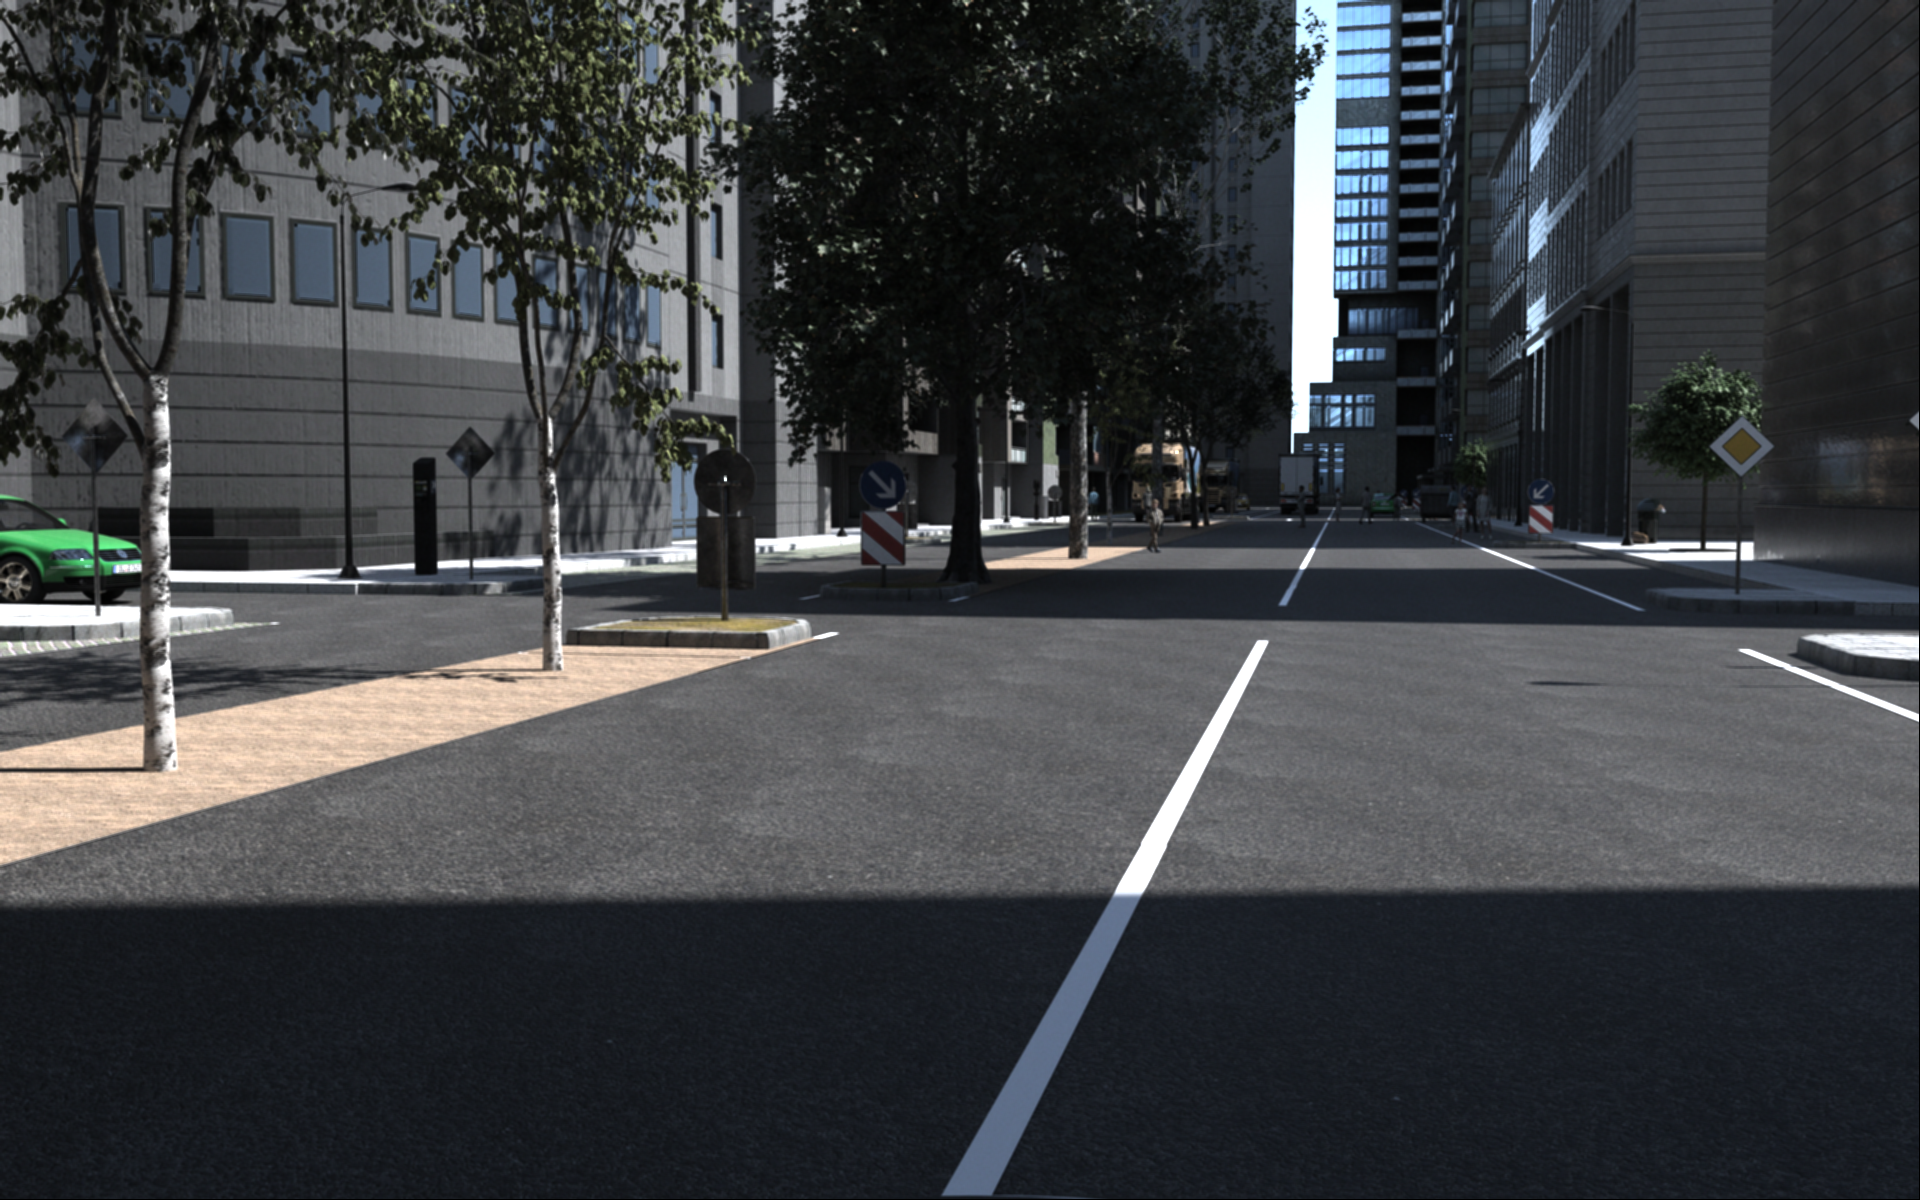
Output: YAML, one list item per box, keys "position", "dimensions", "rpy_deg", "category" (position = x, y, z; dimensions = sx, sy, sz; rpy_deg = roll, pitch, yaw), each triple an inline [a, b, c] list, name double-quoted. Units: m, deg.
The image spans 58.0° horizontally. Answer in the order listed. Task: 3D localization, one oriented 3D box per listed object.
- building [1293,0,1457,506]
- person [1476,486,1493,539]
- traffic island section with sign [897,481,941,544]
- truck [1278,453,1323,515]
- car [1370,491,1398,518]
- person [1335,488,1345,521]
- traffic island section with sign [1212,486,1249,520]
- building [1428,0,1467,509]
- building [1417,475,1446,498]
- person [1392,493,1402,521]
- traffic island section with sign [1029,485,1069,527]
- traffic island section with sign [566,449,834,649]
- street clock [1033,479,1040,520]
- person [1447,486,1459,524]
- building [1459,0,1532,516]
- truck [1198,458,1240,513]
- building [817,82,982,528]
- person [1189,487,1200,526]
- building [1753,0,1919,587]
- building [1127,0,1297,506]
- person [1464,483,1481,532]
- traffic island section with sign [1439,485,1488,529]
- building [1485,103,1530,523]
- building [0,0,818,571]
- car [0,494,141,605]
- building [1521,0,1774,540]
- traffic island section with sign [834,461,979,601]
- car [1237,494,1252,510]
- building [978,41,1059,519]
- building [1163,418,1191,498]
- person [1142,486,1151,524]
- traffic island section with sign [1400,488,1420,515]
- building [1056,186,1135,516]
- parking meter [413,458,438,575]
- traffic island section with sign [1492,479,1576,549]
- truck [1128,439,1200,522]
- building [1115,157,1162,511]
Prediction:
- position: [52.307, -53.419, 186.066]
  dimensions: [31.000, 86.520, 22.319]
  rpy_deg: [1, 4, 12]
  category: "building"
- position: [16.851, -2.822, 55.640]
  dimensions: [0.512, 1.701, 0.522]
  rpy_deg: [1, 4, 15]
  category: "person"
- position: [-1.626, -2.555, 50.403]
  dimensions: [1.989, 1.847, 2.006]
  rpy_deg: [1, 4, 12]
  category: "traffic island section with sign"
- position: [24.455, -8.288, 124.418]
  dimensions: [2.839, 4.237, 11.283]
  rpy_deg: [1, 4, 14]
  category: "truck"
- position: [26.134, -5.995, 106.806]
  dimensions: [1.959, 1.807, 4.718]
  rpy_deg: [1, 4, 12]
  category: "car"
- position: [19.985, -5.016, 91.076]
  dimensions: [0.524, 1.755, 0.480]
  rpy_deg: [1, 4, 13]
  category: "person"
- position: [15.278, -5.472, 97.606]
  dimensions: [2.006, 1.907, 1.989]
  rpy_deg: [1, 4, 12]
  category: "traffic island section with sign"
- position: [47.611, -31.090, 127.924]
  dimensions: [23.786, 49.044, 30.456]
  rpy_deg: [1, 4, 12]
  category: "building"
- position: [57.742, -28.255, 153.844]
  dimensions: [32.217, 40.220, 23.993]
  rpy_deg: [1, 4, 12]
  category: "building"
- position: [23.487, -5.014, 93.068]
  dimensions: [0.503, 1.515, 0.523]
  rpy_deg: [0, 4, -6]
  category: "person"
- position: [4.191, -4.165, 76.725]
  dimensions: [1.989, 1.847, 2.006]
  rpy_deg: [1, 4, 12]
  category: "traffic island section with sign"
- position: [-2.519, -0.542, 16.994]
  dimensions: [2.006, 1.907, 1.989]
  rpy_deg: [1, 4, 12]
  category: "traffic island section with sign"
- position: [3.798, -4.971, 85.849]
  dimensions: [0.358, 2.002, 0.471]
  rpy_deg: [-1, 4, -10]
  category: "street clock"
- position: [22.992, -4.406, 80.559]
  dimensions: [0.660, 1.820, 0.620]
  rpy_deg: [-3, 4, -39]
  category: "person"
- position: [38.446, -25.922, 107.415]
  dimensions: [14.154, 41.232, 14.086]
  rpy_deg: [1, 4, 12]
  category: "building"
- position: [20.492, -9.087, 137.485]
  dimensions: [2.839, 4.237, 11.283]
  rpy_deg: [1, 4, 14]
  category: "truck"
- position: [-7.372, -18.182, 68.976]
  dimensions: [14.160, 30.474, 14.107]
  rpy_deg: [1, 4, 12]
  category: "building"
- position: [10.422, -4.138, 76.710]
  dimensions: [0.519, 1.759, 0.362]
  rpy_deg: [-3, 4, -37]
  category: "person"
- position: [25.941, -13.895, 24.443]
  dimensions: [25.104, 27.353, 12.463]
  rpy_deg: [1, 4, 12]
  category: "building"
- position: [22.632, -39.742, 191.778]
  dimensions: [28.212, 58.520, 21.231]
  rpy_deg: [1, 4, 12]
  category: "building"
- position: [19.287, -3.481, 65.224]
  dimensions: [0.655, 1.846, 0.447]
  rpy_deg: [0, 4, 0]
  category: "person"
- position: [21.105, -3.908, 72.521]
  dimensions: [1.989, 1.847, 2.006]
  rpy_deg: [1, 4, 12]
  category: "traffic island section with sign"
- position: [31.480, -14.414, 84.819]
  dimensions: [9.793, 20.994, 18.267]
  rpy_deg: [1, 4, 12]
  category: "building"
- position: [-17.679, -30.494, 40.583]
  dimensions: [21.231, 58.520, 28.212]
  rpy_deg: [1, 4, 12]
  category: "building"
- position: [-13.020, -0.855, 22.782]
  dimensions: [4.718, 1.807, 1.959]
  rpy_deg: [1, 4, 12]
  category: "car"
- position: [27.184, -17.336, 60.931]
  dimensions: [11.434, 29.767, 29.804]
  rpy_deg: [1, 4, 12]
  category: "building"
- position: [-0.913, -0.984, 24.226]
  dimensions: [2.006, 1.907, 1.989]
  rpy_deg: [1, 4, 12]
  category: "traffic island section with sign"
- position: [25.045, -8.843, 154.813]
  dimensions: [2.015, 1.641, 3.980]
  rpy_deg: [1, 4, 10]
  category: "car"
- position: [-2.836, -24.871, 90.234]
  dimensions: [14.154, 41.232, 14.086]
  rpy_deg: [1, 4, 12]
  category: "building"
- position: [6.297, -19.526, 164.289]
  dimensions: [28.899, 21.520, 27.650]
  rpy_deg: [1, 4, 12]
  category: "building"
- position: [8.988, -4.573, 83.449]
  dimensions: [0.537, 1.800, 0.526]
  rpy_deg: [-1, 4, -19]
  category: "person"
- position: [31.924, -6.906, 121.546]
  dimensions: [1.989, 1.847, 2.006]
  rpy_deg: [1, 4, 12]
  category: "traffic island section with sign"
- position: [-0.219, -28.187, 115.482]
  dimensions: [22.147, 44.769, 28.867]
  rpy_deg: [1, 4, 12]
  category: "building"
- position: [-8.503, -1.335, 27.539]
  dimensions: [0.255, 1.863, 0.399]
  rpy_deg: [0, 4, 2]
  category: "parking meter"
- position: [15.290, -2.298, 46.198]
  dimensions: [1.989, 1.847, 2.006]
  rpy_deg: [1, 4, 12]
  category: "traffic island section with sign"
- position: [10.850, -6.237, 90.887]
  dimensions: [2.839, 4.237, 11.283]
  rpy_deg: [1, 4, 13]
  category: "truck"
- position: [8.129, -22.304, 136.375]
  dimensions: [14.160, 30.474, 14.107]
  rpy_deg: [1, 4, 12]
  category: "building"
